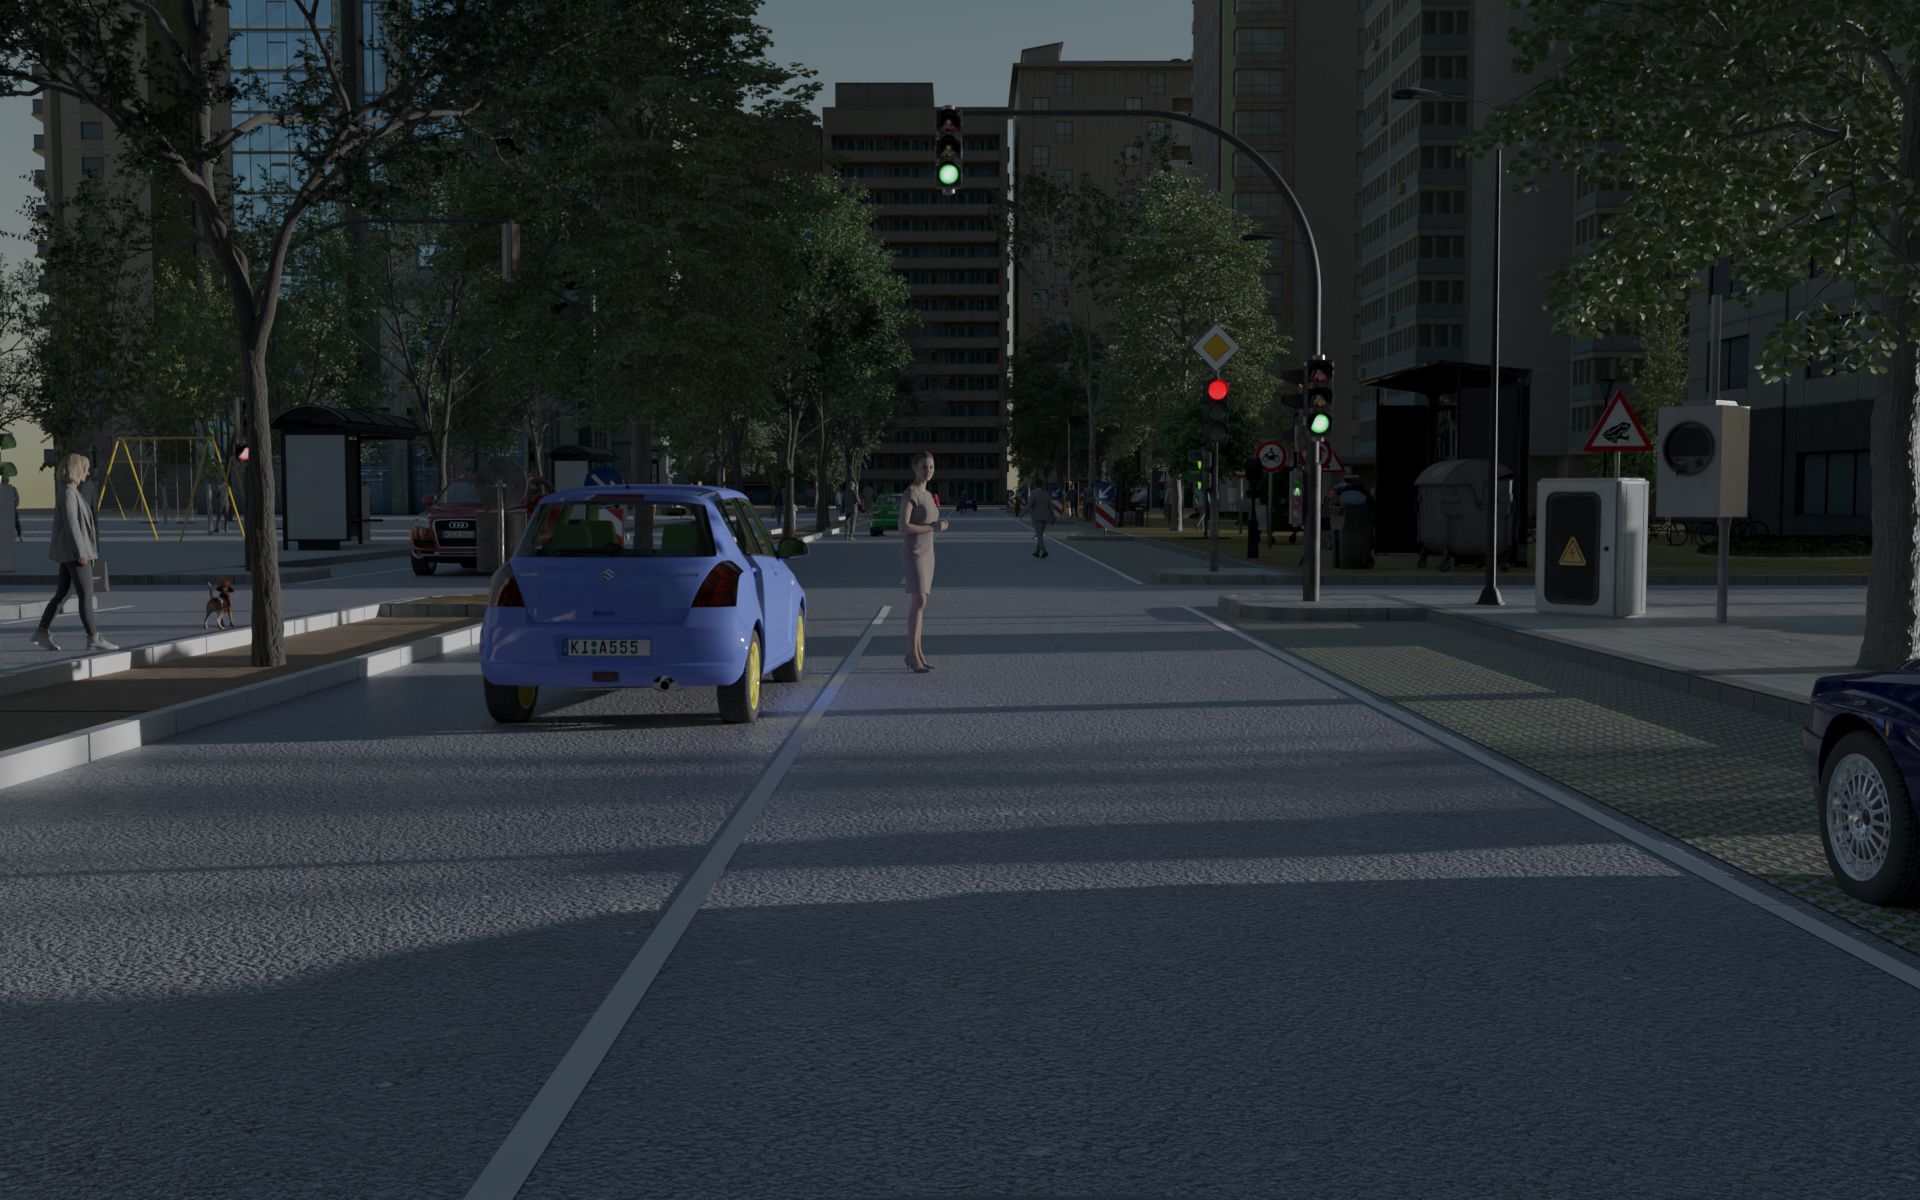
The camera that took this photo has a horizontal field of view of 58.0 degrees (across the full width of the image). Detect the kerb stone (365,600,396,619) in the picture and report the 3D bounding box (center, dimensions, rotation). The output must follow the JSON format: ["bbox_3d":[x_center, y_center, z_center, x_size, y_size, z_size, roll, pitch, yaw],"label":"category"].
[{"bbox_3d":[-6.797,0.128,20.106,0.120,0.150,1.000,0,4,0],"label":"kerb stone"}]

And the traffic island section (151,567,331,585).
[{"bbox_3d":[-11.802,-0.399,28.810,2.009,0.180,2.903,0,4,0],"label":"traffic island section"}]

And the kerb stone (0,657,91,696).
[{"bbox_3d":[-6.823,0.566,12.941,0.120,0.150,1.000,0,4,0],"label":"kerb stone"}]

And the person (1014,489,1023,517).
[{"bbox_3d":[3.715,-6.141,109.629,0.721,1.736,1.217,1,4,21],"label":"person"}]

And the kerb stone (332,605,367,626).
[{"bbox_3d":[-6.798,0.190,19.083,0.120,0.150,1.000,0,4,0],"label":"kerb stone"}]

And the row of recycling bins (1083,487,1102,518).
[{"bbox_3d":[7.248,-5.395,95.318,1.069,1.692,3.534,0,4,2],"label":"row of recycling bins"}]

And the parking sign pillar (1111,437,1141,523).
[{"bbox_3d":[7.432,-5.447,77.531,1.447,3.967,1.447,-1,4,-23],"label":"parking sign pillar"}]

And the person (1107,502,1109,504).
[{"bbox_3d":[11.547,-7.790,134.093,1.217,1.739,0.721,-3,4,-38],"label":"person"}]

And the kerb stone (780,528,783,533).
[{"bbox_3d":[-6.694,-2.536,63.699,0.120,0.150,1.000,0,4,0],"label":"kerb stone"}]

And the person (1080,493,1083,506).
[{"bbox_3d":[12.659,-10.438,179.932,0.421,1.427,0.697,0,4,-6],"label":"person"}]

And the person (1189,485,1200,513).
[{"bbox_3d":[15.201,-6.397,110.260,1.348,1.869,0.705,2,4,25],"label":"person"}]

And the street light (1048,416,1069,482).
[{"bbox_3d":[5.943,-8.014,103.572,1.470,5.913,1.316,0,4,0],"label":"street light"}]

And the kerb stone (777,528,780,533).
[{"bbox_3d":[-6.701,-2.476,62.672,0.120,0.150,1.000,0,4,0],"label":"kerb stone"}]

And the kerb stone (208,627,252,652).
[{"bbox_3d":[-6.806,0.378,16.017,0.120,0.150,1.000,0,4,0],"label":"kerb stone"}]

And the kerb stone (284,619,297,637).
[{"bbox_3d":[-6.804,0.315,17.039,0.120,0.150,1.000,0,4,0],"label":"kerb stone"}]

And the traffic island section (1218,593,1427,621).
[{"bbox_3d":[4.221,0.092,20.784,2.009,0.180,2.903,0,4,0],"label":"traffic island section"}]

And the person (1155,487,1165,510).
[{"bbox_3d":[16.696,-8.367,142.830,1.348,1.826,0.705,2,4,31],"label":"person"}]

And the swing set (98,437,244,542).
[{"bbox_3d":[-21.723,-3.060,47.655,3.119,2.851,2.862,1,4,12],"label":"swing set"}]

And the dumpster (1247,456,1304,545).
[{"bbox_3d":[8.247,-2.558,44.322,1.502,2.255,1.985,0,3,0],"label":"dumpster"}]

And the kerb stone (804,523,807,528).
[{"bbox_3d":[-6.673,-3.102,72.914,0.120,0.150,1.000,0,4,0],"label":"kerb stone"}]

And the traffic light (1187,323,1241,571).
[{"bbox_3d":[4.199,-2.430,28.655,0.839,4.253,0.868,0,4,0],"label":"traffic light"}]

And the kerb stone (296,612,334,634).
[{"bbox_3d":[-6.798,0.255,18.061,0.120,0.150,1.000,0,4,0],"label":"kerb stone"}]

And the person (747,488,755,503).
[{"bbox_3d":[-16.477,-7.948,136.670,0.721,1.739,1.217,1,4,21],"label":"person"}]

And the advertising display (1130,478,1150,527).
[{"bbox_3d":[7.129,-3.885,68.736,0.123,1.923,0.974,-3,5,-42],"label":"advertising display"}]

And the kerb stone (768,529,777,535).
[{"bbox_3d":[-6.704,-2.408,61.651,0.120,0.150,1.000,0,4,0],"label":"kerb stone"}]

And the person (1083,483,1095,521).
[{"bbox_3d":[6.123,-4.631,81.949,0.592,1.802,0.473,2,4,33],"label":"person"}]

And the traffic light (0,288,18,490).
[{"bbox_3d":[-11.780,-1.943,20.690,0.839,4.253,0.868,0,4,0],"label":"traffic light"}]

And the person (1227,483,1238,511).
[{"bbox_3d":[13.777,-4.980,87.344,0.514,1.842,0.818,0,4,-7],"label":"person"}]

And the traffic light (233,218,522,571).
[{"bbox_3d":[-9.670,-3.305,28.706,4.771,5.953,1.251,0,4,0],"label":"traffic light"}]

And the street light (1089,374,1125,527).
[{"bbox_3d":[5.715,-5.796,67.303,1.470,5.913,1.316,0,4,0],"label":"street light"}]

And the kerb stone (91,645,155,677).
[{"bbox_3d":[-6.810,0.505,13.971,0.120,0.150,1.000,0,4,0],"label":"kerb stone"}]

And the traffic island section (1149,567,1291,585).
[{"bbox_3d":[4.239,-0.397,28.769,2.009,0.180,2.903,0,4,0],"label":"traffic island section"}]

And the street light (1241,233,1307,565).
[{"bbox_3d":[5.713,-3.577,31.032,1.470,5.913,1.316,0,4,0],"label":"street light"}]

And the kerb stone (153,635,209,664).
[{"bbox_3d":[-6.807,0.440,14.995,0.120,0.150,1.000,0,4,0],"label":"kerb stone"}]

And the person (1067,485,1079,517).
[{"bbox_3d":[6.272,-5.479,95.802,0.721,1.800,0.419,0,4,-2],"label":"person"}]

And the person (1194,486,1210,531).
[{"bbox_3d":[8.488,-3.382,61.206,0.748,1.841,0.638,-2,4,-33],"label":"person"}]

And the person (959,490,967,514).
[{"bbox_3d":[0.226,-7.077,125.134,0.541,1.710,0.530,1,4,18],"label":"person"}]

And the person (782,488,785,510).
[{"bbox_3d":[-13.833,-7.926,136.361,1.217,1.736,0.721,-1,4,-12],"label":"person"}]

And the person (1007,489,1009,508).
[{"bbox_3d":[4.575,-9.467,162.923,0.705,1.869,1.348,0,4,-2],"label":"person"}]

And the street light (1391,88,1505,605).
[{"bbox_3d":[5.623,-2.901,19.972,1.470,5.913,1.316,0,4,0],"label":"street light"}]

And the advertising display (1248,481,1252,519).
[{"bbox_3d":[7.900,-2.534,46.643,0.123,1.923,0.974,0,4,1],"label":"advertising display"}]

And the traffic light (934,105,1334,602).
[{"bbox_3d":[2.089,-2.805,20.534,4.771,5.953,1.251,0,4,0],"label":"traffic light"}]

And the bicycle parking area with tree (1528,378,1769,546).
[{"bbox_3d":[15.717,-3.586,45.633,9.016,4.147,8.231,0,4,3],"label":"bicycle parking area with tree"}]

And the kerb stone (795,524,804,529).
[{"bbox_3d":[-6.670,-3.039,71.890,0.120,0.150,1.000,0,4,0],"label":"kerb stone"}]

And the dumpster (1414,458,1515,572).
[{"bbox_3d":[8.455,-1.424,29.034,1.264,1.857,1.865,0,4,0],"label":"dumpster"}]

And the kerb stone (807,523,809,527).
[{"bbox_3d":[-6.673,-3.165,73.936,0.120,0.150,1.000,0,4,0],"label":"kerb stone"}]

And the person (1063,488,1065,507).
[{"bbox_3d":[10.424,-10.370,175.219,0.705,1.869,1.348,3,5,44],"label":"person"}]

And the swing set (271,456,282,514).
[{"bbox_3d":[-28.832,-4.529,71.661,3.119,2.851,2.862,0,4,5],"label":"swing set"}]

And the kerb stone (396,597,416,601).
[{"bbox_3d":[-6.790,0.070,21.128,0.120,0.150,1.000,0,4,0],"label":"kerb stone"}]

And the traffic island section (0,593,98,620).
[{"bbox_3d":[-11.820,0.089,20.825,2.009,0.180,2.903,0,4,0],"label":"traffic island section"}]
